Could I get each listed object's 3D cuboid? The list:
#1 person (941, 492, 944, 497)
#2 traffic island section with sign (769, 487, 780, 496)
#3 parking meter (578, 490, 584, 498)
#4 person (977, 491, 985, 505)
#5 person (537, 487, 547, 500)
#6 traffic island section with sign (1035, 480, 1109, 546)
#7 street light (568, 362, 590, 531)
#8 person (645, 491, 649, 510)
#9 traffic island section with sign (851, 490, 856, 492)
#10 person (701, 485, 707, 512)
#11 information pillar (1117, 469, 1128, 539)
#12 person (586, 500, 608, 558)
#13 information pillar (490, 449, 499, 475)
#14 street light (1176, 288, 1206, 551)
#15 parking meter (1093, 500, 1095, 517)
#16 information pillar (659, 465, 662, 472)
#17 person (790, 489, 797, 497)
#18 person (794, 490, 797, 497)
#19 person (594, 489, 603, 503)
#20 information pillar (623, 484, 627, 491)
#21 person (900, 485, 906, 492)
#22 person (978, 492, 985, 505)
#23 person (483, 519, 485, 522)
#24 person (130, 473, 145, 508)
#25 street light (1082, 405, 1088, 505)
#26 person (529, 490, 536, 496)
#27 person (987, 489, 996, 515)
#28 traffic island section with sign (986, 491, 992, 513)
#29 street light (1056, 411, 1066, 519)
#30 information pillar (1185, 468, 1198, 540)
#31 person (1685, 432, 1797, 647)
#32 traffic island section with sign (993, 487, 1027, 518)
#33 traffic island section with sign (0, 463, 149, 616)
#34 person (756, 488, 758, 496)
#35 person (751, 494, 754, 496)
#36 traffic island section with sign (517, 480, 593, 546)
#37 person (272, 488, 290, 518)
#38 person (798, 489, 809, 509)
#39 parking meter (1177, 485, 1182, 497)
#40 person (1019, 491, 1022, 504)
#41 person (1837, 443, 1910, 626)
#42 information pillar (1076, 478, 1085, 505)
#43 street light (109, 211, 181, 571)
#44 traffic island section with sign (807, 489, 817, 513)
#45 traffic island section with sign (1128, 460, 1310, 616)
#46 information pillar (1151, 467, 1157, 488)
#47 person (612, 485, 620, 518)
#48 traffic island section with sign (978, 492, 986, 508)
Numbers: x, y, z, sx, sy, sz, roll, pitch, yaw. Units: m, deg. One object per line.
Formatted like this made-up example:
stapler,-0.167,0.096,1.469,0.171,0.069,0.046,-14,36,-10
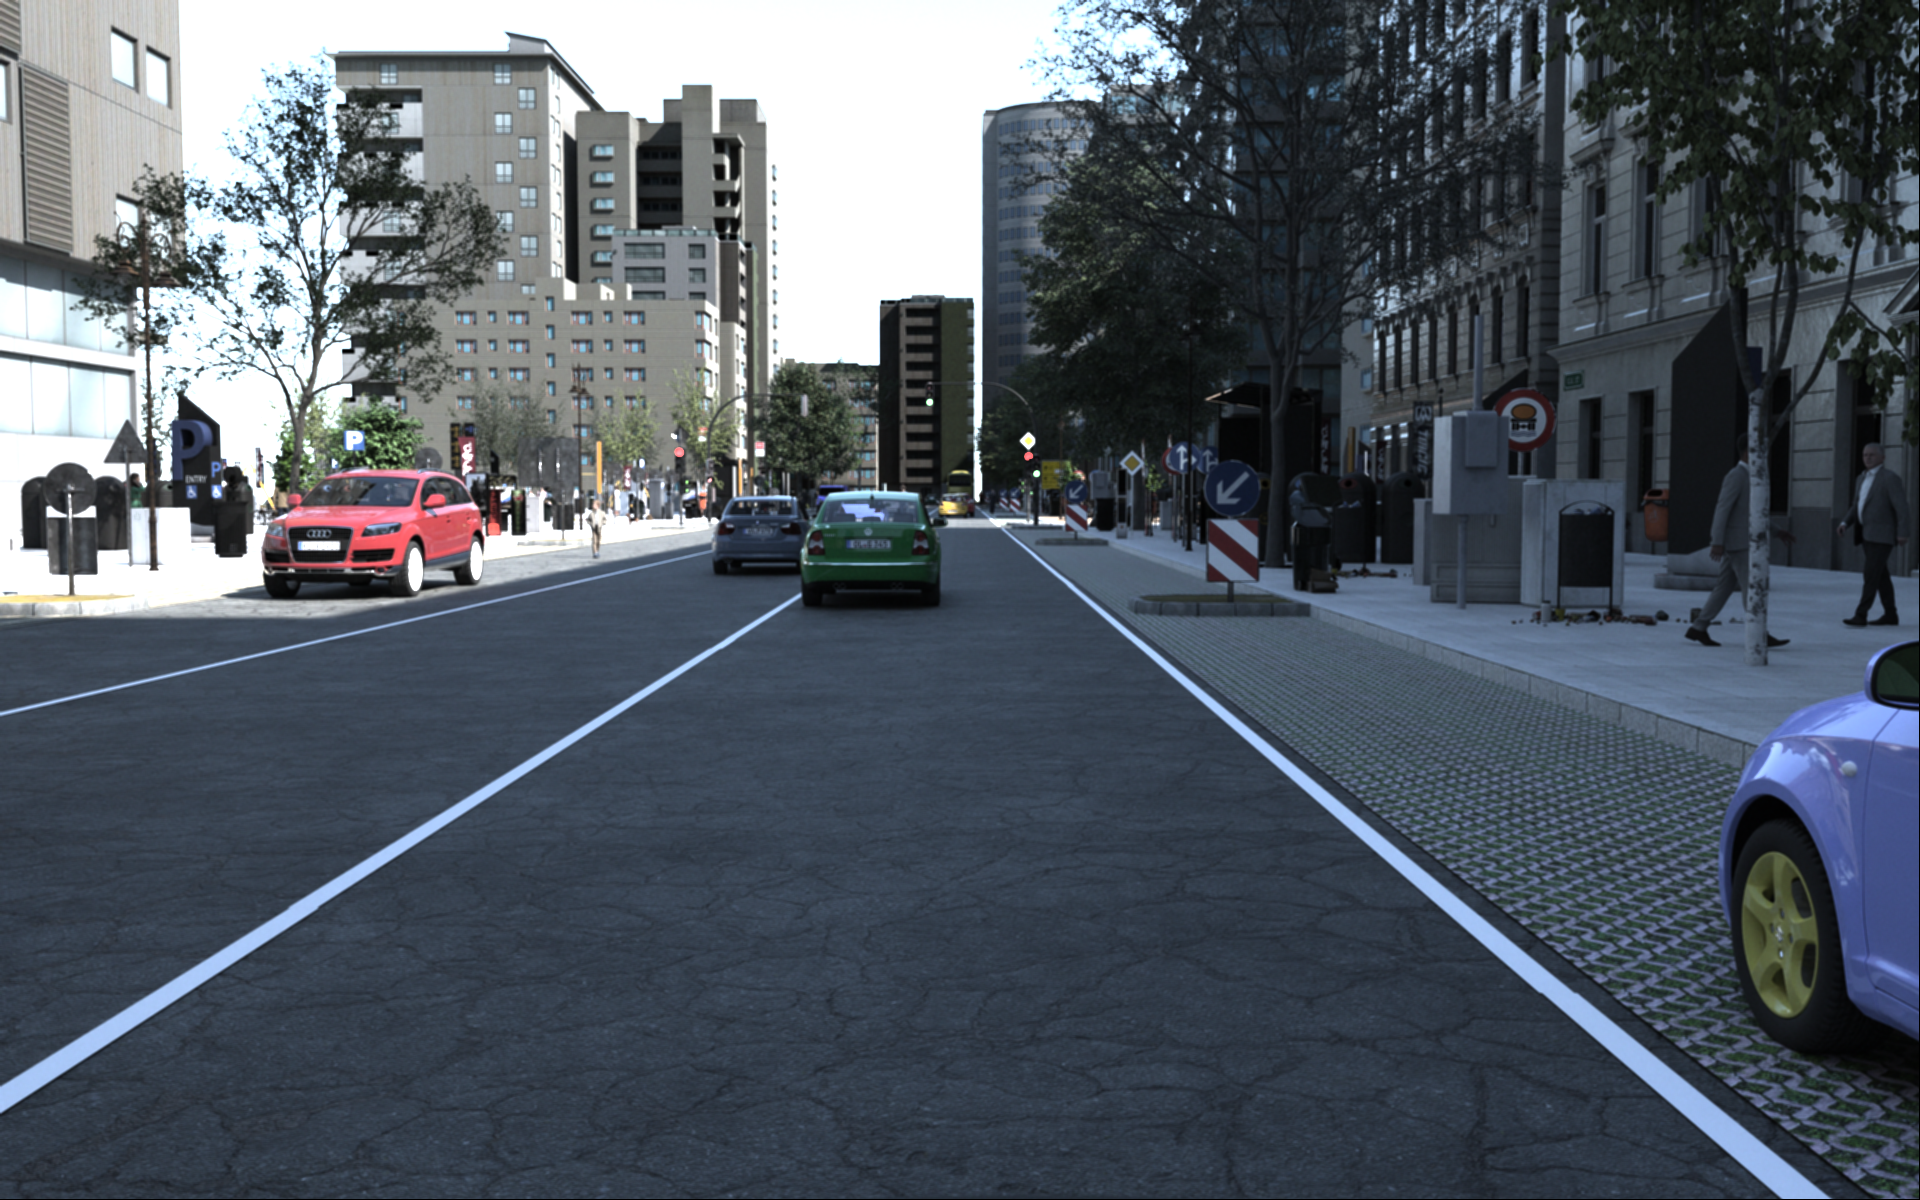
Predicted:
person,-2.313,-13.433,228.794,0.621,1.740,0.551,-1,4,-18
traffic island section with sign,-11.063,-5.796,103.397,1.989,1.847,2.006,0,3,0
parking meter,-24.356,-6.294,111.311,0.372,1.533,0.369,0,3,0
person,2.641,-13.048,221.780,1.348,1.831,0.705,3,5,41
person,-21.282,-4.968,88.113,0.563,1.720,0.643,-2,4,-27
traffic island section with sign,3.111,-2.453,48.735,1.989,1.847,2.006,0,3,0
street light,-13.343,-5.384,60.820,0.468,5.910,1.993,0,3,0
person,-26.173,-8.408,143.691,0.721,1.800,0.419,-1,4,-13
traffic island section with sign,-11.010,-10.523,180.685,1.989,1.847,2.006,0,3,0
person,-14.643,-5.686,99.111,0.778,1.811,0.616,-2,4,-25
information pillar,4.669,-2.776,49.885,0.304,2.012,0.304,0,4,7
person,-8.175,-1.607,39.044,0.475,1.303,0.640,-1,4,-21
information pillar,-23.967,-5.986,89.226,0.504,3.616,0.183,1,4,19
street light,5.174,-4.049,38.983,0.468,5.910,1.993,0,3,0
parking meter,6.517,-4.691,82.414,0.255,1.863,0.399,3,5,42
information pillar,-24.443,-9.177,141.391,0.183,3.616,0.504,-1,4,-23
person,-17.910,-11.015,185.770,1.348,1.869,0.705,1,4,8
person,-21.079,-13.197,221.914,0.705,1.812,1.348,0,4,5
person,-18.791,-5.125,89.856,0.581,1.822,0.654,-3,4,-37
information pillar,-23.393,-7.125,120.984,0.304,2.012,0.304,0,4,-8
person,-2.280,-3.832,71.184,0.654,1.822,0.581,-1,4,-15
person,2.892,-13.308,226.809,1.217,1.735,0.721,-1,4,-16
person,-21.807,-4.193,78.874,0.394,1.301,0.425,0,4,7
person,-20.198,-2.208,42.393,0.529,1.795,0.600,-2,4,-24
street light,5.123,-5.965,70.314,0.468,5.910,1.993,0,3,0
person,-23.333,-5.250,94.475,0.503,1.515,0.523,0,4,-7
person,2.217,-6.810,120.268,0.576,1.772,0.534,-2,4,-29
traffic island section with sign,3.172,-7.480,130.933,1.989,1.847,2.006,0,3,0
street light,5.245,-7.179,90.161,0.468,5.910,1.993,0,3,0
information pillar,6.391,-2.668,48.113,0.304,2.012,0.304,3,4,38
person,6.501,-0.497,14.435,0.850,1.792,0.678,2,4,35
traffic island section with sign,3.146,-5.795,103.383,1.989,1.847,2.006,0,3,0
traffic island section with sign,-11.123,-0.765,21.133,1.989,1.847,2.006,0,3,0
person,-19.648,-9.908,167.983,0.705,1.831,1.348,-1,4,-20
person,-14.730,-6.890,122.958,0.640,1.303,0.475,-3,5,-41
traffic island section with sign,-11.116,-2.421,48.204,1.989,1.847,2.006,0,3,0
person,-19.255,-2.662,49.474,0.656,1.842,0.836,-3,5,-42
person,-11.140,-6.764,119.307,1.509,1.804,0.699,0,4,4
parking meter,13.997,-6.415,110.588,0.255,1.863,0.399,-1,4,-19
person,8.009,-13.730,231.087,0.434,1.755,0.990,-2,4,-24
person,8.803,-0.632,16.772,0.834,1.777,0.661,-1,4,-20
information pillar,5.538,-4.581,79.397,0.304,2.012,0.304,2,4,34
street light,-13.428,-3.418,28.677,0.468,5.910,1.993,0,3,0
traffic island section with sign,-11.044,-7.445,130.352,1.989,1.847,2.006,0,3,0
traffic island section with sign,3.087,-0.761,21.078,1.989,1.847,2.006,0,3,0
information pillar,16.261,-9.413,145.257,0.504,3.616,0.183,-2,4,-30
person,-18.799,-5.374,94.476,0.524,1.755,0.480,1,4,14
traffic island section with sign,3.202,-10.555,181.202,1.989,1.847,2.006,0,3,0
